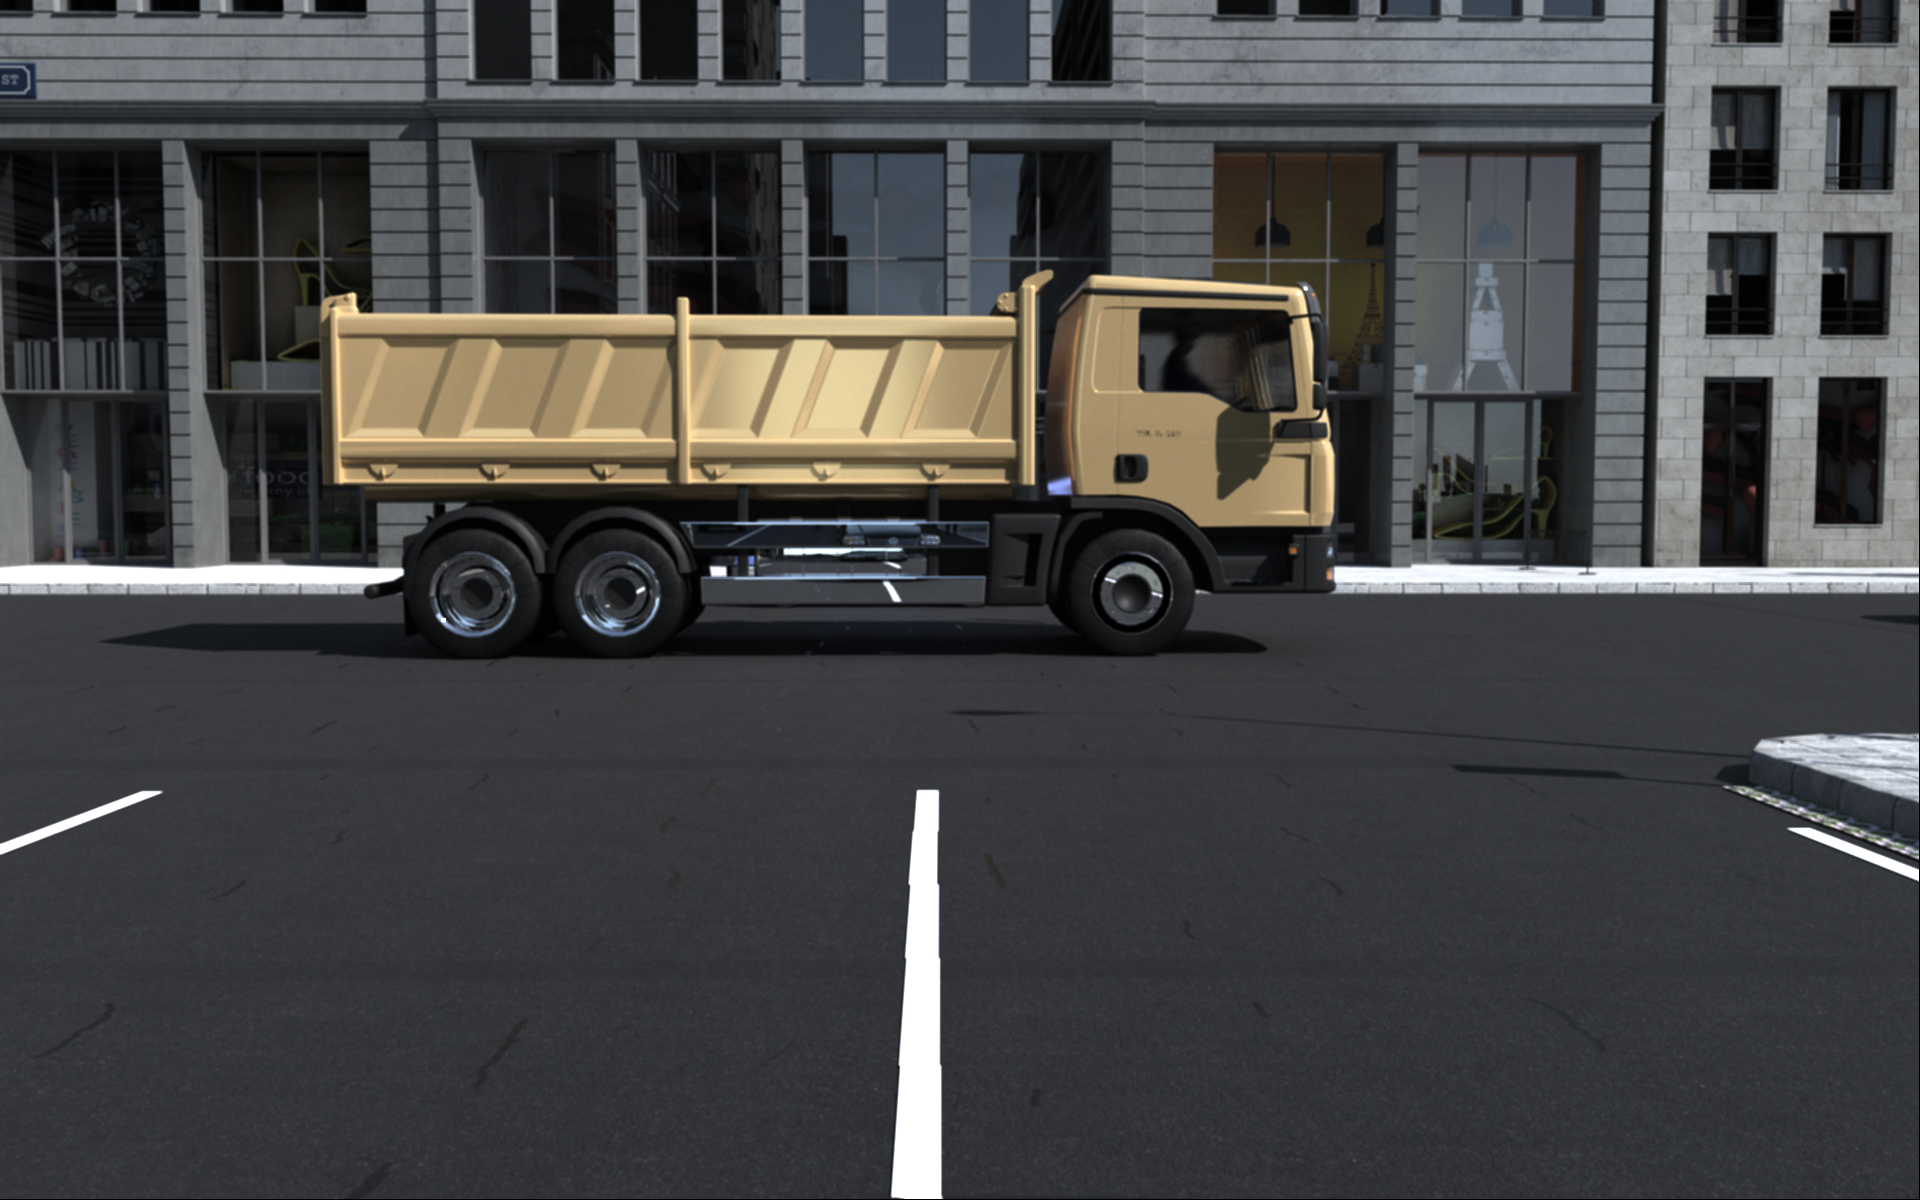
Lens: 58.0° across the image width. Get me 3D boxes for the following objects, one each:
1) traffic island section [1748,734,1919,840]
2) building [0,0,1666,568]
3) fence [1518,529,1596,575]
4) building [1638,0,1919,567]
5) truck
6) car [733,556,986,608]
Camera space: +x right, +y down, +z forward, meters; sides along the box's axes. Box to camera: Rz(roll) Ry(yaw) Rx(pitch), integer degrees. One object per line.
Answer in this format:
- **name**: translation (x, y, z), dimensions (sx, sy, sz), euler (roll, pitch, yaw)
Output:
- **traffic island section**: translation (4.941, 0.887, 7.782), dimensions (2.009, 0.180, 2.903), euler (0, 4, -1)
- **building**: translation (-2.920, -15.718, 34.485), dimensions (29.804, 29.767, 11.434), euler (0, 4, -1)
- **fence**: translation (9.853, -0.808, 28.592), dimensions (0.278, 0.683, 2.069), euler (-1, 4, -9)
- **building**: translation (20.444, -11.016, 34.863), dimensions (16.860, 20.320, 10.420), euler (0, 4, -1)
- **truck**: translation (-0.658, -1.244, 16.261), dimensions (9.791, 3.379, 3.469), euler (0, 4, -2)
- **car**: translation (-1.126, -0.795, 22.587), dimensions (3.694, 1.707, 1.945), euler (0, 3, 0)
